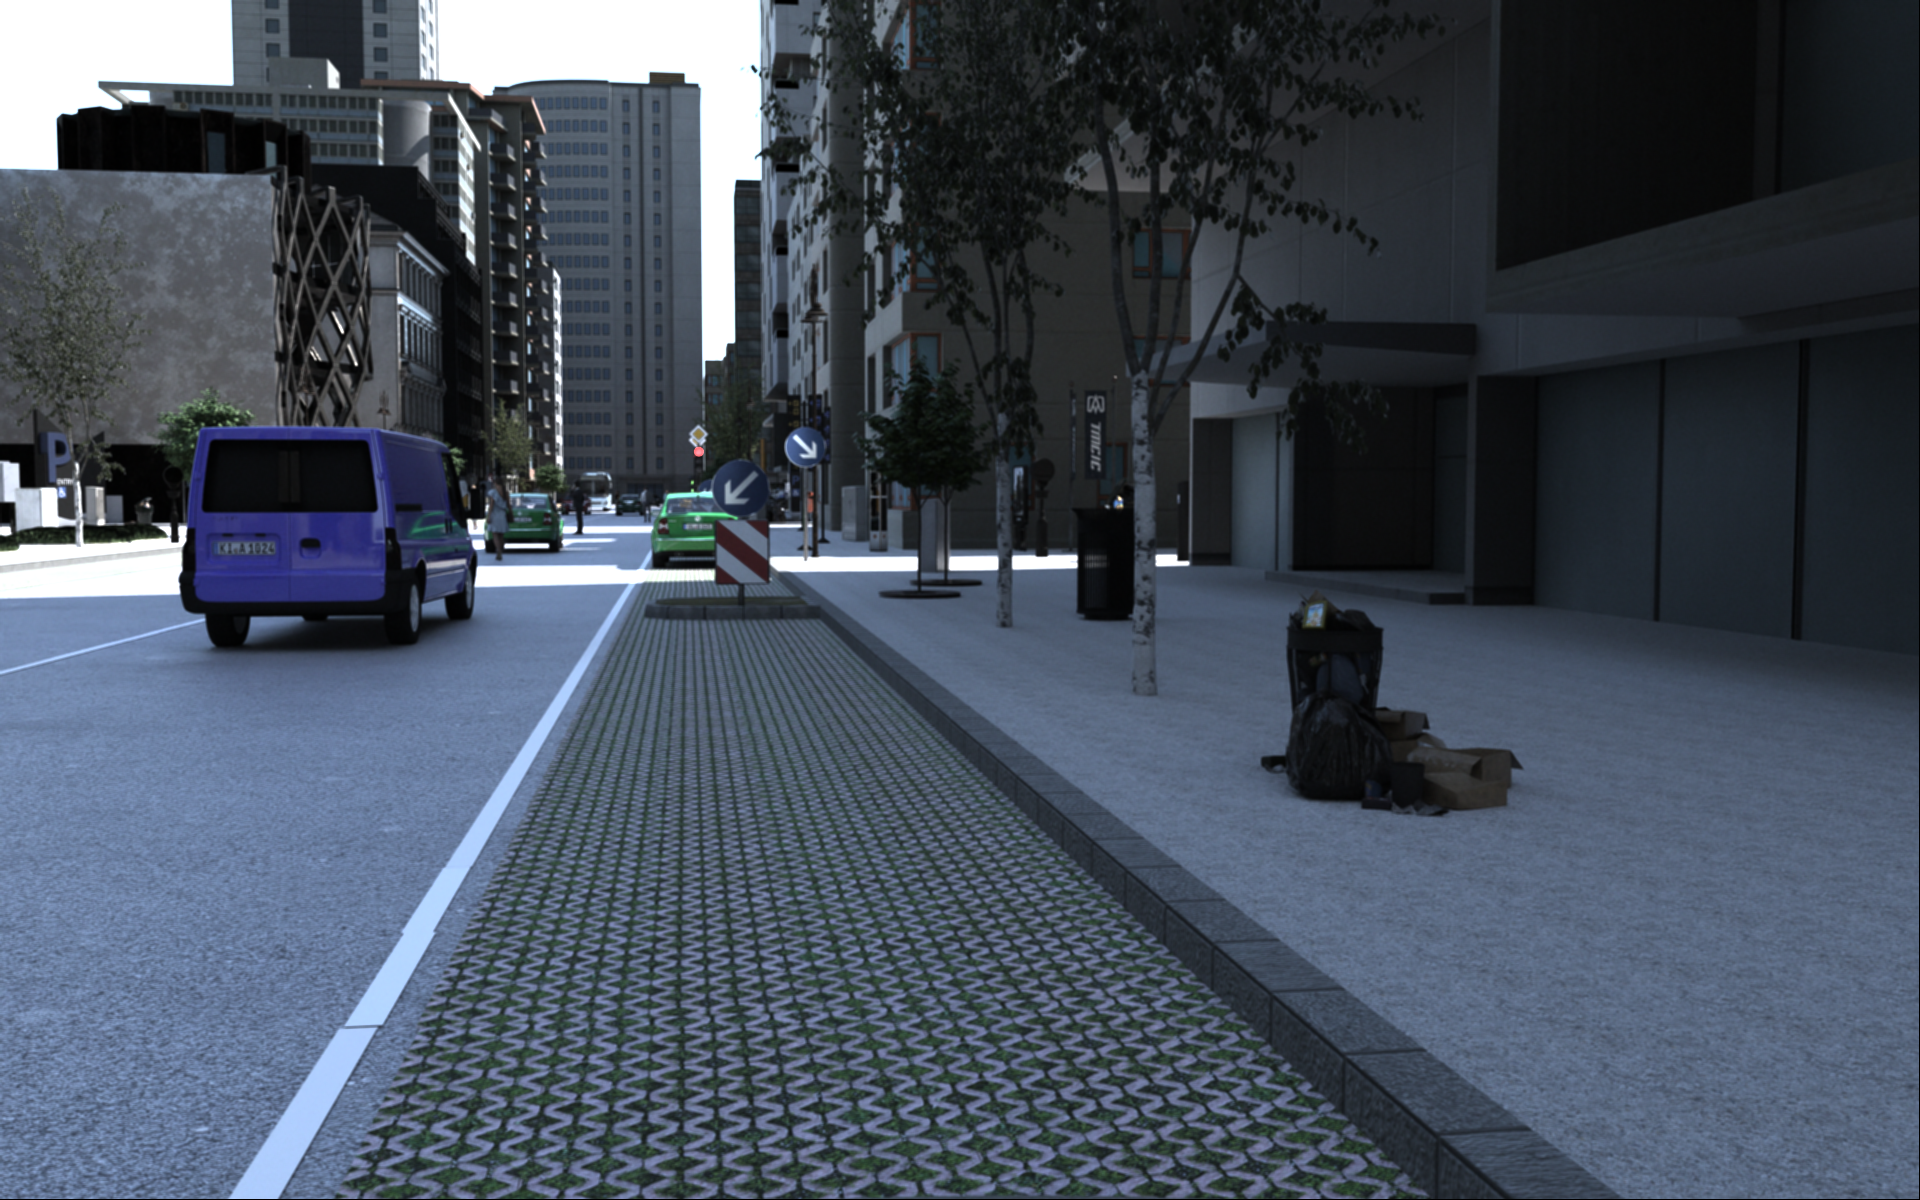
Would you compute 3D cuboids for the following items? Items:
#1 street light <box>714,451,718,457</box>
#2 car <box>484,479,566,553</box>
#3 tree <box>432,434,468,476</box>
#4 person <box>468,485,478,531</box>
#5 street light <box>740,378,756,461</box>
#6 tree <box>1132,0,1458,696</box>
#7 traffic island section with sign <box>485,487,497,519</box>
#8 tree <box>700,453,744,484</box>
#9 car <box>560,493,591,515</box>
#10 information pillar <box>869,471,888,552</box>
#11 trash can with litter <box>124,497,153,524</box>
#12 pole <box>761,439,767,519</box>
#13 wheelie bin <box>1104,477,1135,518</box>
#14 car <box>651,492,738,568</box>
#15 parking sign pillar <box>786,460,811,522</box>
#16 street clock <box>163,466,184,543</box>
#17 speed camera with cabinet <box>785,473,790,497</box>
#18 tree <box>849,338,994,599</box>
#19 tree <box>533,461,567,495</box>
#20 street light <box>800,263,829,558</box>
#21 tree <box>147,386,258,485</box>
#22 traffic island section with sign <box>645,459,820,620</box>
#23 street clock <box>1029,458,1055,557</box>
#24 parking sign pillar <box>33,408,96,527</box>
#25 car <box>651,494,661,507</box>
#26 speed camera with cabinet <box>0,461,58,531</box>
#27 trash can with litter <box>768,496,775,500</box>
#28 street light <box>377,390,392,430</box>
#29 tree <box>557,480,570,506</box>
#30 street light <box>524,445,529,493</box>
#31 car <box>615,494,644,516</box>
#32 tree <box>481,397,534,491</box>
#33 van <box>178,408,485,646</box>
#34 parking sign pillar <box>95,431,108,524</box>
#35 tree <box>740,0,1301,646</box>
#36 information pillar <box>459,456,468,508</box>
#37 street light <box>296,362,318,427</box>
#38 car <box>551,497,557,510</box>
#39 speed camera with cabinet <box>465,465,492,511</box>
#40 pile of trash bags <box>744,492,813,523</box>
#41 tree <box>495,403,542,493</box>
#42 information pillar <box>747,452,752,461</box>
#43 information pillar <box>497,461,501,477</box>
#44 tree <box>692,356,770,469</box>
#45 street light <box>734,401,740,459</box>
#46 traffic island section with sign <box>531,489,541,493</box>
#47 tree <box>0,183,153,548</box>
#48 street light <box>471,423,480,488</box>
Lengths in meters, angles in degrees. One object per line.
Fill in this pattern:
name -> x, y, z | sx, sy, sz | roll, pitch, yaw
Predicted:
street light -> -21.342, -10.953, 151.862 | 0.468, 5.910, 1.993 | -1, 4, -9
car -> -11.004, -2.144, 43.843 | 1.959, 1.807, 4.718 | -1, 4, -11
tree -> -28.283, -6.711, 93.444 | 4.285, 4.588, 4.351 | 0, 3, 0
person -> -19.057, -3.621, 68.060 | 0.694, 1.780, 0.624 | 2, 4, 29
street light -> -8.389, -5.896, 69.180 | 0.468, 5.910, 1.993 | -1, 4, -9
tree -> 1.291, -3.685, 10.615 | 4.360, 8.622, 3.978 | 0, 3, 0
traffic island section with sign -> -26.843, -5.607, 100.310 | 1.989, 1.847, 2.006 | -1, 4, -9
tree -> -16.702, -8.642, 125.015 | 4.285, 4.588, 4.351 | 0, 3, 0
car -> -26.482, -6.757, 119.516 | 2.155, 1.783, 4.494 | 0, 4, -7
information pillar -> -1.822, -2.094, 38.726 | 0.304, 2.012, 0.304 | 2, 4, 31
trash can with litter -> -29.764, -3.135, 62.647 | 1.055, 1.170, 0.624 | 0, 4, -5
pole -> -7.252, -4.291, 63.998 | 0.158, 3.312, 0.155 | 0, 3, 0
wheelie bin -> 3.142, -1.549, 33.233 | 0.693, 1.594, 0.980 | 0, 4, -2
car -> -5.277, -1.602, 34.983 | 1.959, 1.807, 4.718 | 0, 4, -8
parking sign pillar -> -7.624, -5.607, 80.142 | 1.447, 3.967, 1.447 | 0, 4, -8
street clock -> -20.569, -2.492, 45.320 | 0.471, 2.002, 0.358 | -2, 4, -32
speed camera with cabinet -> -14.012, -9.209, 144.897 | 0.660, 3.252, 2.038 | 3, 5, 39
tree -> -0.560, -1.661, 21.765 | 1.663, 3.219, 1.824 | 0, 3, 0
tree -> -40.425, -11.451, 170.943 | 4.285, 4.588, 4.351 | 0, 3, 0
street light -> -2.932, -3.799, 34.902 | 0.468, 5.910, 1.993 | -1, 4, -9
tree -> -22.758, -4.207, 52.493 | 4.285, 4.588, 4.351 | 0, 3, 0
traffic island section with sign -> -2.721, -0.728, 20.525 | 1.989, 1.847, 2.006 | -1, 4, -9
street clock -> 1.667, -1.875, 35.234 | 0.471, 2.002, 0.358 | -2, 4, -24
parking sign pillar -> -28.605, -4.056, 54.789 | 1.447, 3.967, 1.447 | 1, 4, 14
car -> -33.153, -10.788, 186.173 | 2.009, 1.686, 4.222 | -1, 4, -10
speed camera with cabinet -> -26.264, -3.311, 48.466 | 2.038, 3.252, 0.660 | 1, 4, 20
trash can with litter -> -10.324, -5.115, 95.009 | 0.624, 1.170, 1.055 | -1, 4, -17
street light -> -25.430, -6.351, 76.628 | 0.468, 5.910, 1.993 | -1, 4, -9
tree -> -44.160, -12.056, 191.712 | 1.663, 3.219, 1.824 | 0, 3, 0
street light -> -36.088, -10.471, 143.996 | 0.468, 5.910, 1.993 | -1, 4, -9
car -> -22.039, -6.371, 115.956 | 2.131, 1.459, 4.920 | 0, 4, -7
tree -> -34.262, -11.083, 131.565 | 4.737, 8.622, 4.395 | 0, 3, 0
van -> -6.332, -0.835, 18.042 | 2.240, 2.365, 5.245 | 0, 4, -7
parking sign pillar -> -37.131, -5.215, 73.736 | 1.447, 3.967, 1.447 | -3, 4, -38
tree -> 0.212, -4.037, 16.365 | 4.360, 8.622, 3.978 | 0, 3, 0
information pillar -> -30.507, -7.034, 106.360 | 0.504, 3.616, 0.183 | -1, 4, -20
street light -> -22.961, -5.392, 60.944 | 0.468, 5.910, 1.993 | -1, 4, -9
car -> -24.874, -5.502, 102.316 | 2.083, 1.381, 4.827 | 0, 4, -8
speed camera with cabinet -> -33.287, -7.670, 119.747 | 2.038, 3.252, 0.660 | 2, 4, 29
pile of trash bags -> -8.242, -4.178, 78.064 | 3.447, 1.369, 1.912 | 0, 4, -4
tree -> -35.876, -11.595, 139.947 | 4.360, 8.622, 3.978 | 0, 3, 0
information pillar -> -11.592, -6.365, 95.429 | 0.183, 3.616, 0.504 | -3, 4, -36
information pillar -> -32.982, -8.109, 123.935 | 0.183, 3.616, 0.504 | -2, 4, -35
tree -> -11.963, -8.644, 91.699 | 4.737, 8.622, 4.395 | 0, 3, 0
street light -> -10.821, -6.860, 84.951 | 0.468, 5.910, 1.993 | -1, 4, -9
traffic island section with sign -> -31.027, -7.236, 126.940 | 1.989, 1.847, 2.006 | -1, 4, -9
tree -> -21.117, -5.541, 40.965 | 4.360, 8.622, 3.978 | 0, 3, 0
street light -> -30.769, -8.397, 110.071 | 0.468, 5.910, 1.993 | -1, 4, -9
